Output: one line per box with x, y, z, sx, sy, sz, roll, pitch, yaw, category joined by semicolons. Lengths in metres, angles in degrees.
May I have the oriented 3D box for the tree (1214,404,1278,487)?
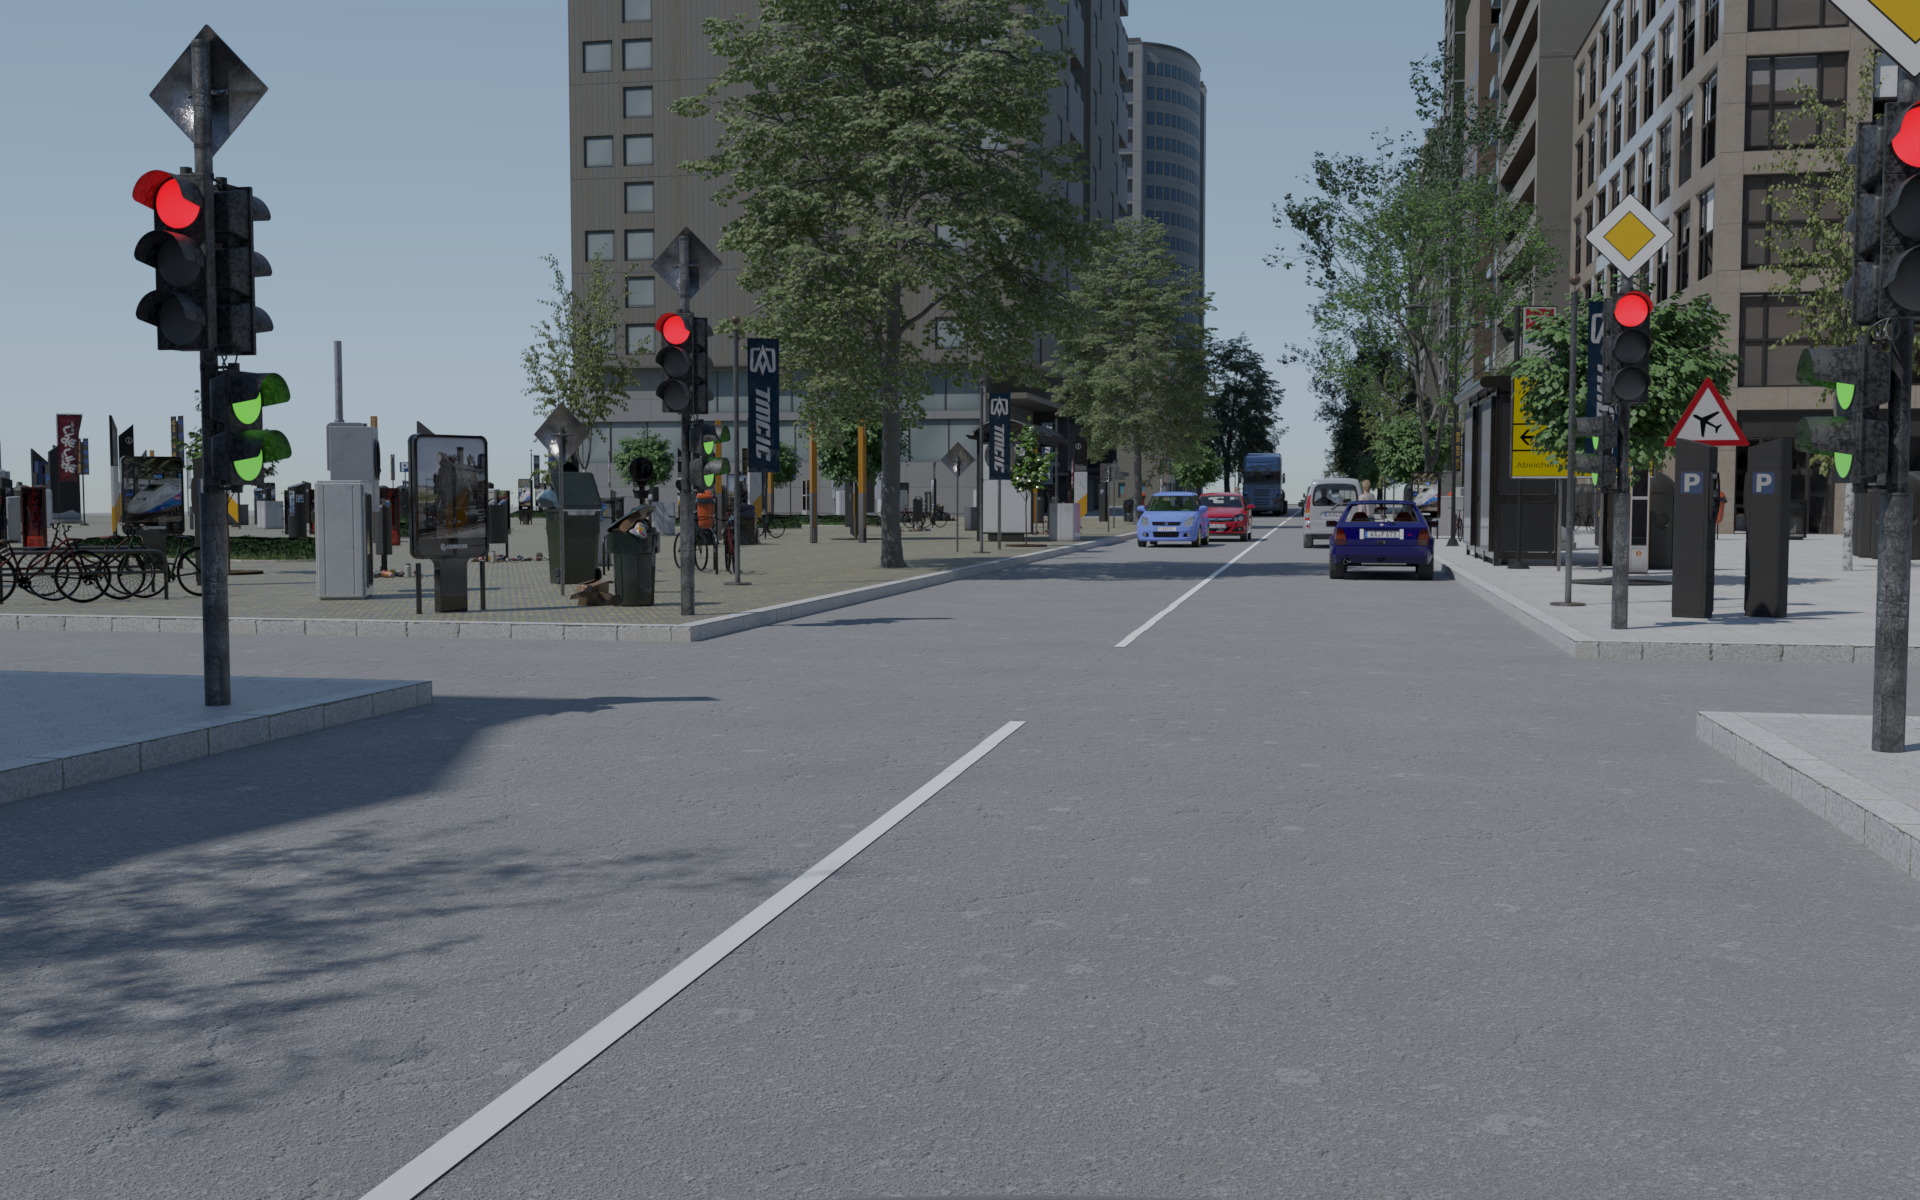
27.254;-14.287;168.008;7.601;10.594;8.767;0;4;1;tree

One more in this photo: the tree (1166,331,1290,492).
20.672;-13.930;134.413;9.857;13.997;8.962;0;3;0;tree

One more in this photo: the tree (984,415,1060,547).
1.695;-2.905;42.101;1.663;3.219;1.824;0;3;0;tree

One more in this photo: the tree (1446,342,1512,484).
25.885;-8.206;84.530;4.737;8.622;4.395;0;3;0;tree

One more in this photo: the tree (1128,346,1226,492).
10.283;-8.372;87.242;4.360;8.622;3.978;0;3;0;tree

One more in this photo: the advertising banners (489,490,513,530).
-16.260;-3.832;58.844;2.074;3.025;0.090;0;4;-6;advertising banners

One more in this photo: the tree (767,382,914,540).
-3.021;-3.975;48.699;4.285;4.588;4.351;0;3;0;tree

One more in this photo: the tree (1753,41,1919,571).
15.046;-4.791;28.701;4.737;8.622;4.395;0;3;0;tree

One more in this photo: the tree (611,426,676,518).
-15.206;-6.104;83.520;4.285;4.588;4.351;0;3;0;tree

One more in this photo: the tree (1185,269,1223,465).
6.942;-9.373;71.376;7.486;12.596;7.792;0;3;0;tree

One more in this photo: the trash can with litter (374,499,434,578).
-8.984;-0.991;27.265;1.678;1.210;2.233;-1;4;-22;trash can with litter

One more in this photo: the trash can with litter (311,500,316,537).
-15.202;-1.879;42.110;1.055;1.170;0.624;1;4;11;trash can with litter

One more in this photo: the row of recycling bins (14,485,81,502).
-41.623;-4.401;79.069;1.069;1.692;3.534;1;4;17;row of recycling bins

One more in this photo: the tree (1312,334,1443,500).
30.203;-12.680;124.320;9.611;12.733;9.660;0;3;0;tree

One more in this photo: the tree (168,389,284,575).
-11.641;-2.014;27.535;1.663;3.219;1.824;0;3;0;tree

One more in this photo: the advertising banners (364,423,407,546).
-14.115;-2.859;42.927;2.074;3.025;0.090;-1;4;-21;advertising banners

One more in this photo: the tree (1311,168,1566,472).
14.868;-7.861;54.283;9.928;11.665;9.643;0;3;0;tree

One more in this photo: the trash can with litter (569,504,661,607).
-3.977;-0.519;19.877;1.055;1.170;0.624;1;4;15;trash can with litter

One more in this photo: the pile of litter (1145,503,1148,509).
9.070;-4.429;86.381;1.176;0.858;1.719;1;4;20;pile of litter

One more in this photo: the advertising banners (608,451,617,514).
-14.367;-4.609;71.547;0.090;3.025;2.074;0;4;-3;advertising banners

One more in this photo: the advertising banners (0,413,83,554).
-20.069;-2.523;37.438;2.074;3.025;0.090;-1;4;-20;advertising banners

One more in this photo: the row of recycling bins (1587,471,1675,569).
12.122;-1.471;31.164;1.069;1.692;3.534;1;4;13;row of recycling bins

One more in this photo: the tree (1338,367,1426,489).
24.903;-9.183;100.506;4.737;8.622;4.395;0;3;0;tree

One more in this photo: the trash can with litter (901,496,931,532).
-1.757;-2.956;59.389;1.678;1.210;2.233;2;4;33;trash can with litter

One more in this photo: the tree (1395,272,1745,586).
9.399;-2.506;24.694;4.285;4.588;4.351;0;3;0;tree

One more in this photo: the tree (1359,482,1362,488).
40.207;-11.039;175.085;1.663;3.219;1.824;0;3;0;tree

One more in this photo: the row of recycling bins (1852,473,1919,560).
18.730;-1.715;35.151;1.069;1.692;3.534;1;4;19;row of recycling bins

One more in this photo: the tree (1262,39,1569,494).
19.574;-13.416;75.237;12.611;20.169;13.585;0;3;0;tree

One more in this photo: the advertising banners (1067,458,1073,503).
5.429;-5.438;85.094;0.090;3.025;2.074;0;4;-2;advertising banners

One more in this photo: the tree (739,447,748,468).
-9.904;-6.554;90.874;4.285;4.588;4.351;0;3;0;tree

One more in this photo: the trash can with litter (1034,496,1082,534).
2.764;-2.704;55.274;2.233;1.210;1.678;1;4;19;trash can with litter

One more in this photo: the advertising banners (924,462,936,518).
-1.586;-5.977;93.908;0.090;3.025;2.074;1;4;17;advertising banners

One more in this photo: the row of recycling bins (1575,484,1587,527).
24.966;-3.776;68.857;1.069;1.692;3.534;0;4;-3;row of recycling bins

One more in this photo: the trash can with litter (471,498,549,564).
-8.493;-1.351;33.141;1.678;1.210;2.233;2;4;33;trash can with litter

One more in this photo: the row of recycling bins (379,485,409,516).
-27.711;-4.565;81.745;3.534;1.692;1.069;0;4;-5;row of recycling bins

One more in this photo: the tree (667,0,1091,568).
-1.023;-6.811;29.494;7.486;12.596;7.792;0;3;0;tree

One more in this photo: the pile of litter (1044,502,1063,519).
5.179;-4.573;88.741;1.719;0.858;1.176;2;4;32;pile of litter

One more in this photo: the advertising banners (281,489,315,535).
-20.532;-3.607;55.158;2.074;3.025;0.090;-2;4;-32;advertising banners

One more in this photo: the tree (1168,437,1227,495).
13.499;-7.059;99.136;4.285;4.588;4.351;0;3;0;tree

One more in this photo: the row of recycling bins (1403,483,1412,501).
15.845;-3.217;59.709;1.069;1.692;3.534;1;4;18;row of recycling bins

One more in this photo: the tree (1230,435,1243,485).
30.174;-14.270;183.675;4.737;8.622;4.395;0;3;0;tree

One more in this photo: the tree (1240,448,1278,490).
34.415;-15.472;203.334;4.360;8.622;3.978;0;3;0;tree

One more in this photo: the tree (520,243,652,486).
-11.195;-6.179;51.384;4.737;8.622;4.395;0;3;0;tree

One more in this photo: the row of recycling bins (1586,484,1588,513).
16.072;-2.102;41.473;1.069;1.692;3.534;0;4;6;row of recycling bins

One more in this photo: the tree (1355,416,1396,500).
16.787;-4.921;64.177;4.285;4.588;4.351;0;3;0;tree

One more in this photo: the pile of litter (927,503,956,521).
-0.937;-4.196;82.566;1.719;0.858;1.176;2;4;32;pile of litter

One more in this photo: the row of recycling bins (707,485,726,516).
-10.774;-4.286;77.194;1.069;1.692;3.534;0;4;-3;row of recycling bins
